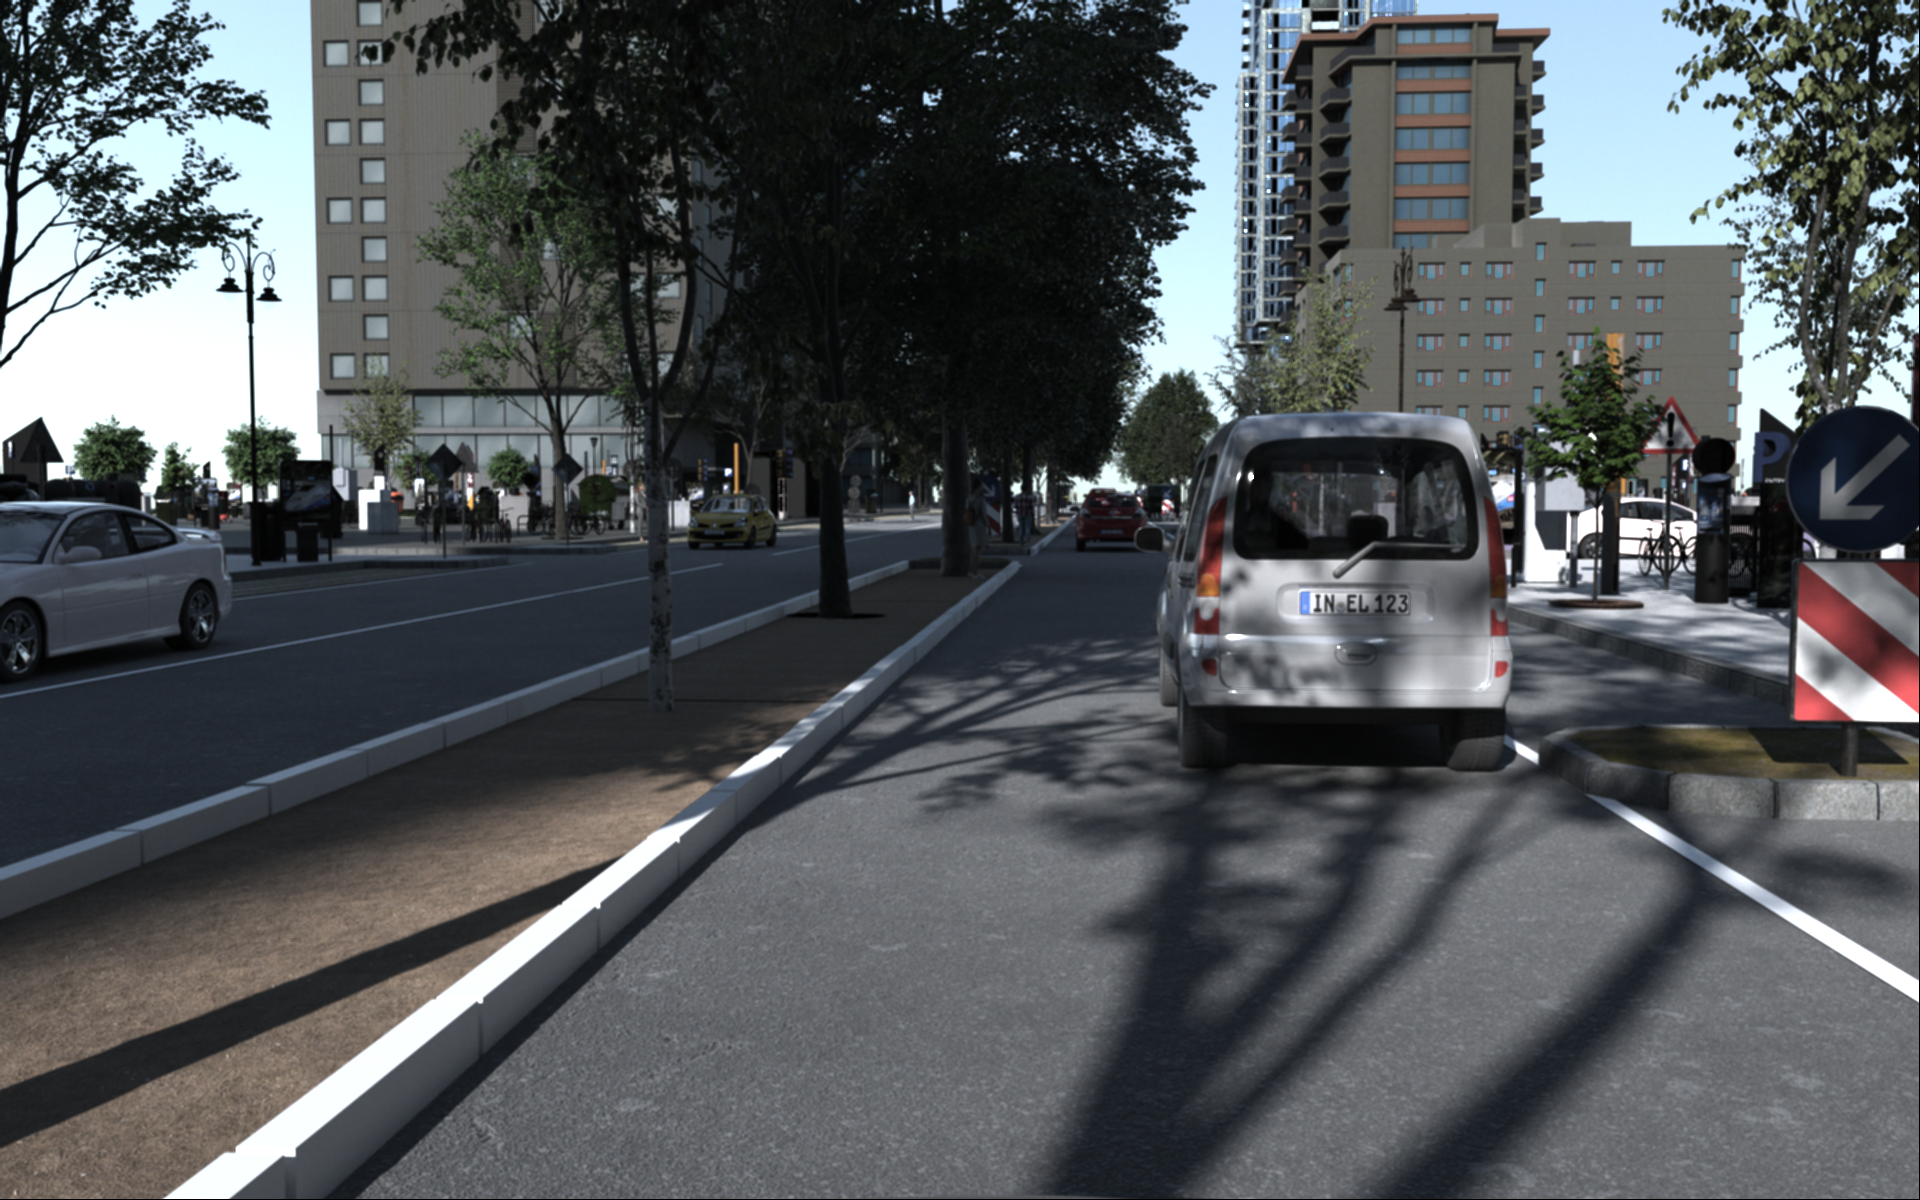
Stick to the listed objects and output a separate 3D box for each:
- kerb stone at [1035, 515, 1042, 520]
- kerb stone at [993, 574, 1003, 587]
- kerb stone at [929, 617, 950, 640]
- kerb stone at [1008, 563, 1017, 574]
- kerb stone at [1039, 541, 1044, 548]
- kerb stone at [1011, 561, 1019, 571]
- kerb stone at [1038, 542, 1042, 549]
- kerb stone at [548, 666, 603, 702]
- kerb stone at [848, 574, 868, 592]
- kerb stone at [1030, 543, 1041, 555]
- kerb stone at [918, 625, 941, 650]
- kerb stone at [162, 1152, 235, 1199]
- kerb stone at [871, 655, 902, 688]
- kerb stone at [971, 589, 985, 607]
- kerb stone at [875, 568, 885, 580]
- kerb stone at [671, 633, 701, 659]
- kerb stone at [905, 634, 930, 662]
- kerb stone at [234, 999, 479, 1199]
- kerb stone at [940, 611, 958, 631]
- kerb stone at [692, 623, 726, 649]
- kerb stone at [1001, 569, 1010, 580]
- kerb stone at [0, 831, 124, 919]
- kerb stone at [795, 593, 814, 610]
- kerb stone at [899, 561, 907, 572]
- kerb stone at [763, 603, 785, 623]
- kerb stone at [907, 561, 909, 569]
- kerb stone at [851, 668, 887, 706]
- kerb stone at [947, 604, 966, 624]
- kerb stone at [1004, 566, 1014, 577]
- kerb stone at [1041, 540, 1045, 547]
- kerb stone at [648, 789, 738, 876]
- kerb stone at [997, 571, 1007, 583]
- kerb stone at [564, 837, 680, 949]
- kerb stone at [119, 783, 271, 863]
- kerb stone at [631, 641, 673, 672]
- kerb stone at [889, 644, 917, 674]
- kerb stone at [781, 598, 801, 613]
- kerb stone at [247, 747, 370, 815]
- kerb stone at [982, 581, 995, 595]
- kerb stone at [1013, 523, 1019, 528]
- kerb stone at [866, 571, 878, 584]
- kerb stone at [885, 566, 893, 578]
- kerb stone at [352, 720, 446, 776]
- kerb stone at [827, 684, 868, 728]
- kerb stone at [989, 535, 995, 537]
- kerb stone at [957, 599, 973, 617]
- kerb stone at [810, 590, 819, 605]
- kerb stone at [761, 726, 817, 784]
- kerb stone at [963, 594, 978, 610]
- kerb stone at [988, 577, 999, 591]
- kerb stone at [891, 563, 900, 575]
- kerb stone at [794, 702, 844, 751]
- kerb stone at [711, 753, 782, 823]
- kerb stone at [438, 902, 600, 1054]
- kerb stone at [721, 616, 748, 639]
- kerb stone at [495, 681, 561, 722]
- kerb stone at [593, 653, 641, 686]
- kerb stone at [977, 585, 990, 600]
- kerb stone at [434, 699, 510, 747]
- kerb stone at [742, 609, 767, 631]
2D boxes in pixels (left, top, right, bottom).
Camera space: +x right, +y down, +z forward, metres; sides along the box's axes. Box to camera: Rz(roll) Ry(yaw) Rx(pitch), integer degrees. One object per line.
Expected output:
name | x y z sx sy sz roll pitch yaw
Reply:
kerb stone | 4.617 -4.858 101.706 0.120 0.150 1.000 0 4 5
kerb stone | 0.524 -0.254 26.411 0.120 0.150 1.000 0 4 5
kerb stone | -0.230 0.307 17.183 0.120 0.150 1.000 0 4 5
kerb stone | 0.869 -0.508 30.505 0.120 0.150 1.000 0 4 5
kerb stone | 2.001 -1.353 44.333 0.120 0.150 1.000 0 4 5
kerb stone | 0.953 -0.571 31.524 0.120 0.150 1.000 0 4 5
kerb stone | 1.921 -1.292 43.314 0.120 0.150 1.000 0 4 5
kerb stone | -2.747 0.607 12.268 0.120 0.150 1.000 0 4 5
kerb stone | -1.573 -0.269 26.598 0.120 0.150 1.000 0 4 5
kerb stone | 1.834 -1.229 42.296 0.120 0.150 1.000 0 4 5
kerb stone | -0.312 0.371 16.164 0.120 0.150 1.000 0 4 5
kerb stone | -1.413 1.182 2.876 0.120 0.150 1.000 0 4 5
kerb stone | -0.572 0.556 13.102 0.120 0.150 1.000 0 4 5
kerb stone | 0.198 -0.007 22.310 0.120 0.150 1.000 0 4 5
kerb stone | -1.398 -0.394 28.639 0.120 0.150 1.000 0 4 5
kerb stone | -2.490 0.428 15.340 0.120 0.150 1.000 0 4 5
kerb stone | -0.392 0.434 15.144 0.120 0.150 1.000 0 4 5
kerb stone | -1.322 1.119 3.900 0.120 0.150 1.000 0 4 5
kerb stone | -0.151 0.249 18.210 0.120 0.150 1.000 0 4 5
kerb stone | -2.399 0.357 16.362 0.120 0.150 1.000 0 4 5
kerb stone | 0.693 -0.379 28.462 0.120 0.150 1.000 0 4 5
kerb stone | -3.243 0.992 6.150 0.120 0.150 1.000 0 4 5
kerb stone | -1.989 0.044 21.482 0.120 0.150 1.000 0 4 5
kerb stone | -1.141 -0.580 31.695 0.120 0.150 1.000 0 4 5
kerb stone | -2.149 0.171 19.437 0.120 0.150 1.000 0 4 5
kerb stone | -1.057 -0.643 32.714 0.120 0.150 1.000 0 4 5
kerb stone | -0.649 0.619 12.083 0.120 0.150 1.000 0 4 5
kerb stone | -0.066 0.181 19.236 0.120 0.150 1.000 0 4 5
kerb stone | 0.784 -0.445 29.486 0.120 0.150 1.000 0 4 5
kerb stone | 2.083 -1.416 45.351 0.120 0.150 1.000 0 4 5
kerb stone | -1.068 0.931 6.976 0.120 0.150 1.000 0 4 5
kerb stone | 0.611 -0.321 27.436 0.120 0.150 1.000 0 4 5
kerb stone | -1.151 0.997 5.950 0.120 0.150 1.000 0 4 5
kerb stone | -3.160 0.929 7.168 0.120 0.150 1.000 0 4 5
kerb stone | -2.575 0.482 14.319 0.120 0.150 1.000 0 4 5
kerb stone | -0.487 0.495 14.121 0.120 0.150 1.000 0 4 5
kerb stone | -2.060 0.106 20.455 0.120 0.150 1.000 0 4 5
kerb stone | -3.073 0.857 8.186 0.120 0.150 1.000 0 4 5
kerb stone | 0.360 -0.133 24.373 0.120 0.150 1.000 0 4 5
kerb stone | 2.510 -3.291 76.158 0.120 0.150 1.000 0 4 5
kerb stone | -1.480 -0.332 27.616 0.120 0.150 1.000 0 4 5
kerb stone | -1.312 -0.456 29.657 0.120 0.150 1.000 0 4 5
kerb stone | -2.995 0.794 9.208 0.120 0.150 1.000 0 4 5
kerb stone | -0.732 0.681 11.064 0.120 0.150 1.000 0 4 5
kerb stone | 1.168 -2.295 59.808 0.120 0.150 1.000 0 4 5
kerb stone | 0.027 0.119 20.254 0.120 0.150 1.000 0 4 5
kerb stone | -1.898 -0.019 22.500 0.120 0.150 1.000 0 4 5
kerb stone | -0.898 0.810 9.022 0.120 0.150 1.000 0 4 5
kerb stone | 0.100 0.056 21.277 0.120 0.150 1.000 0 4 5
kerb stone | 0.448 -0.195 25.391 0.120 0.150 1.000 0 4 5
kerb stone | -1.228 -0.516 30.676 0.120 0.150 1.000 0 4 5
kerb stone | -0.820 0.743 10.045 0.120 0.150 1.000 0 4 5
kerb stone | -0.985 0.868 8.003 0.120 0.150 1.000 0 4 5
kerb stone | -1.237 1.060 4.926 0.120 0.150 1.000 0 4 5
kerb stone | -2.320 0.295 17.387 0.120 0.150 1.000 0 4 5
kerb stone | -2.824 0.670 11.248 0.120 0.150 1.000 0 4 5
kerb stone | -2.660 0.545 13.286 0.120 0.150 1.000 0 4 5
kerb stone | 0.275 -0.070 23.344 0.120 0.150 1.000 0 4 5
kerb stone | -2.904 0.732 10.226 0.120 0.150 1.000 0 4 5
kerb stone | -2.231 0.231 18.412 0.120 0.150 1.000 0 4 5
